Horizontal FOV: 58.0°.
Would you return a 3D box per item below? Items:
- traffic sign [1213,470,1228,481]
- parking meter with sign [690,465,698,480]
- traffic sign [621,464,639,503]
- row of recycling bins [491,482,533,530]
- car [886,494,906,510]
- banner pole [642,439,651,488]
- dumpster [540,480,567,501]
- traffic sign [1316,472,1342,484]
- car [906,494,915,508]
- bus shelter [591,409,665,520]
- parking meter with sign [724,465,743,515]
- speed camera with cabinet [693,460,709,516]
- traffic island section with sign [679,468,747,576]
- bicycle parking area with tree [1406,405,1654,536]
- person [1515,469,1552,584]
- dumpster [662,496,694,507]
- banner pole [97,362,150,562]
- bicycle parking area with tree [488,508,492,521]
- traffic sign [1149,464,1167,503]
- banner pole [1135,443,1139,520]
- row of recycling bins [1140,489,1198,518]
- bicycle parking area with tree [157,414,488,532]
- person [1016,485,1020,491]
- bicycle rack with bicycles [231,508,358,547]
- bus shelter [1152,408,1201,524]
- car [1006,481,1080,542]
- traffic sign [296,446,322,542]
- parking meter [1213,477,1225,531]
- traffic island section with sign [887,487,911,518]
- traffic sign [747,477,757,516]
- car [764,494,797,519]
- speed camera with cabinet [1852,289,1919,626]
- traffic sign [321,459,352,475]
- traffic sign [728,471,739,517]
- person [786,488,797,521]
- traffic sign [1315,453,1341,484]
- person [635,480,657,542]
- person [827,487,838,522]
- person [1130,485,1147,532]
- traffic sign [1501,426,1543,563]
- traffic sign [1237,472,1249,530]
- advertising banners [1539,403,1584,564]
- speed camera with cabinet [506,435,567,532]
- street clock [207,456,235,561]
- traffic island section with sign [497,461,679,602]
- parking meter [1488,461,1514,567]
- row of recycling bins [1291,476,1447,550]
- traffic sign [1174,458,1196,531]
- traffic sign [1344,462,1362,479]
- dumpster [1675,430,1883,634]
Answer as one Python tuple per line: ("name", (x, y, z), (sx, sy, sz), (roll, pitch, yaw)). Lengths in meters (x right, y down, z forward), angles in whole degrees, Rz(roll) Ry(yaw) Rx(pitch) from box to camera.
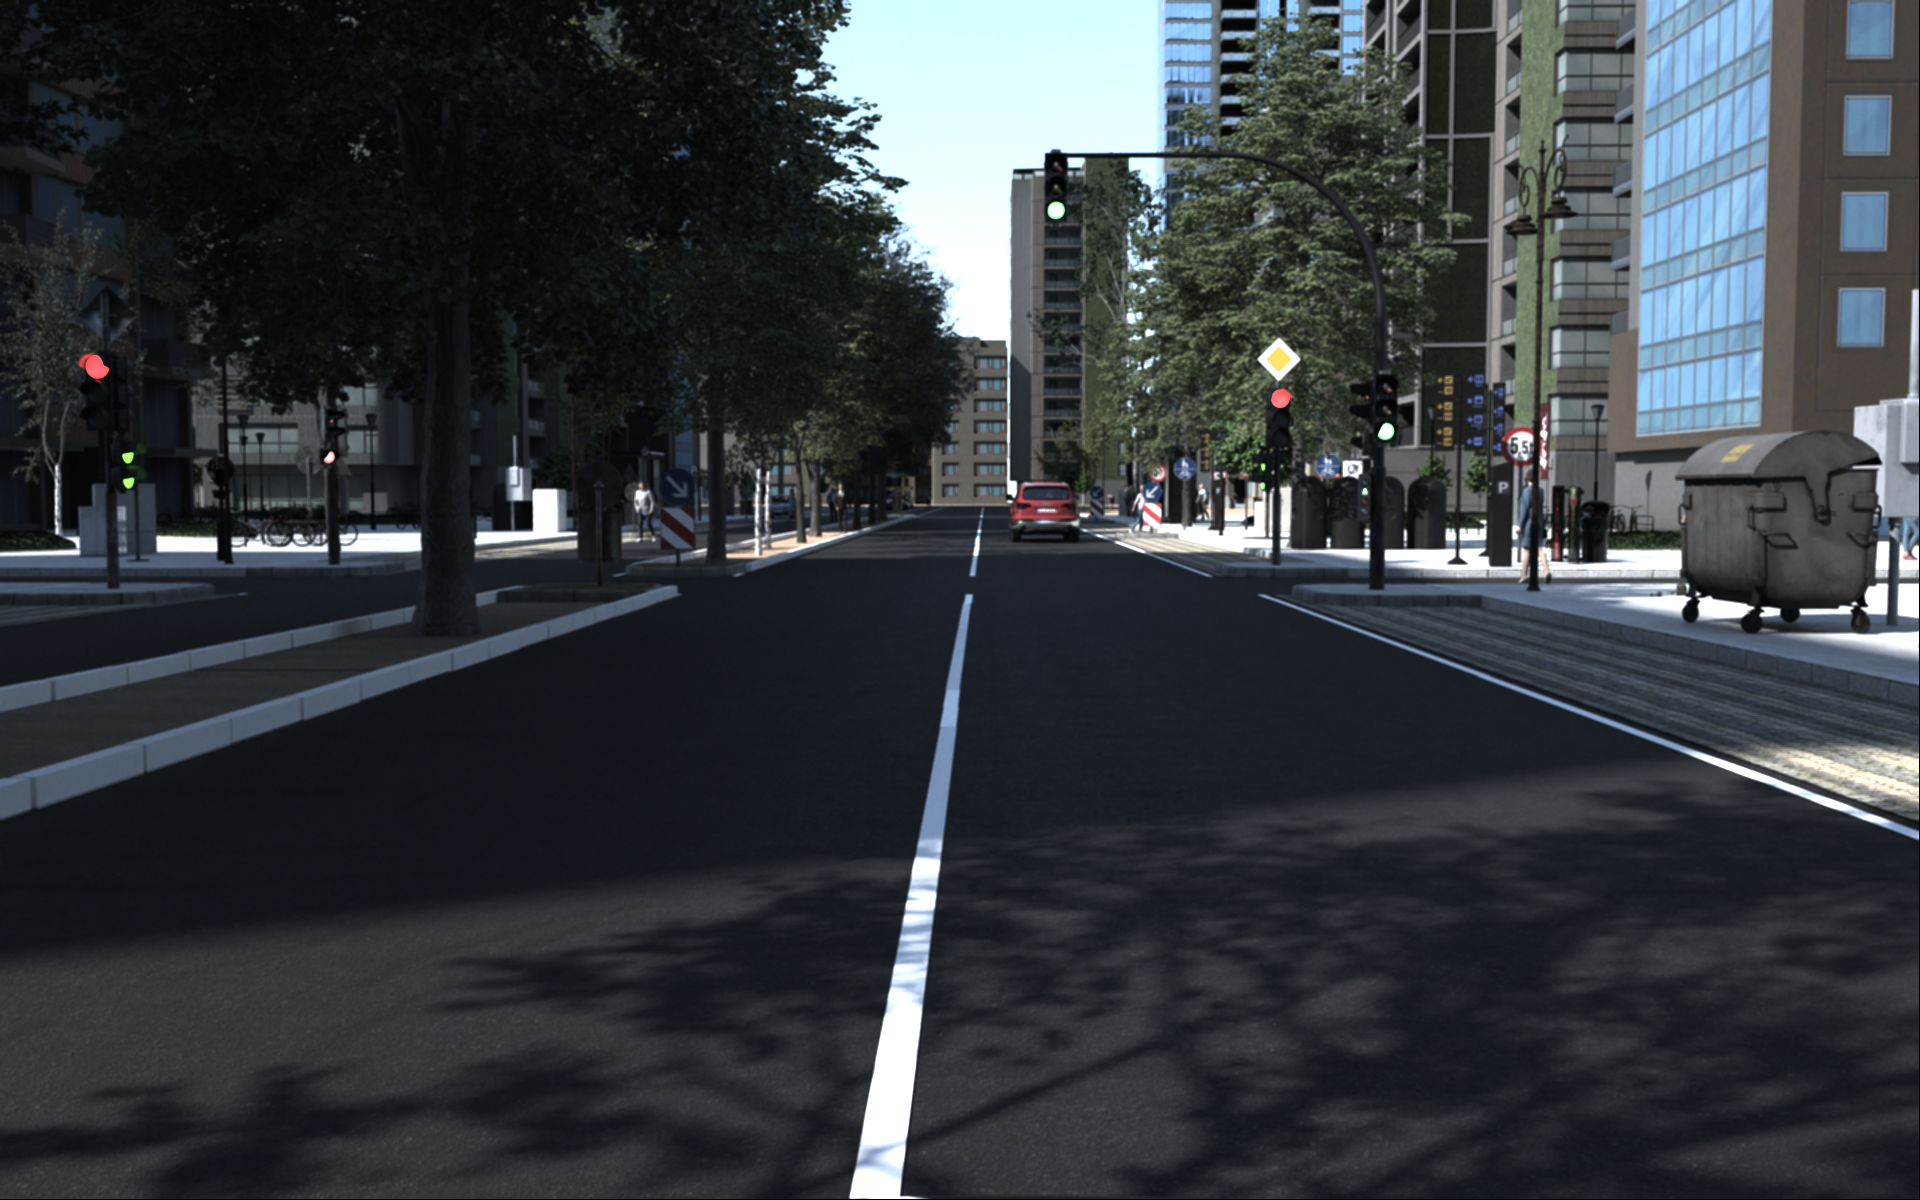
("traffic sign", (12.441, -5.070, 83.005), (0.768, 2.556, 0.104), (0, 4, 3))
("parking meter with sign", (-16.348, -6.620, 104.493), (0.543, 3.016, 1.738), (1, 4, 13))
("traffic sign", (-14.329, -4.587, 74.998), (0.884, 2.594, 0.081), (1, 4, 10))
("row of recycling bins", (-16.202, -3.408, 62.826), (1.069, 1.692, 3.534), (0, 4, 1))
("car", (-5.721, -8.781, 153.349), (2.009, 1.686, 4.222), (0, 3, 0))
("banner pole", (-14.151, -5.402, 78.342), (0.401, 3.779, 0.863), (1, 4, 20))
("dumpster", (-17.414, -4.126, 73.221), (1.264, 1.857, 1.865), (0, 4, 1))
("traffic sign", (12.449, -3.576, 58.479), (0.884, 2.594, 0.081), (0, 4, 3))
("car", (-5.564, -10.048, 174.513), (2.015, 1.641, 3.980), (0, 4, 0))
("bus shelter", (-16.258, -6.526, 84.336), (2.179, 5.291, 8.768), (0, 4, 1))
("parking meter with sign", (-13.951, -6.604, 104.240), (1.738, 3.016, 0.543), (-1, 4, -13))
("speed camera with cabinet", (-15.138, -6.455, 99.883), (2.038, 3.252, 0.660), (-1, 4, -21))
("traffic island section with sign", (-4.954, -1.404, 31.093), (2.006, 1.907, 1.989), (0, 4, 1))
("bicycle parking area with tree", (17.849, -4.209, 55.813), (8.231, 4.147, 9.016), (1, 4, 18))
("person", (8.995, -1.140, 27.167), (0.581, 1.822, 0.654), (-1, 4, -18))
("dumpster", (-13.028, -4.543, 80.028), (1.264, 1.857, 1.865), (0, 4, 1))
("banner pole", (-15.934, -2.624, 32.925), (0.863, 3.779, 0.401), (-1, 4, -19))
("bicycle parking area with tree", (-24.105, -5.959, 84.435), (9.016, 4.147, 8.231), (0, 4, -4))
("traffic sign", (8.411, -4.492, 73.558), (0.768, 2.556, 0.104), (0, 4, 4))
("banner pole", (8.762, -5.833, 85.387), (0.401, 3.779, 0.863), (0, 4, 0))
("row of recycling bins", (11.265, -5.368, 94.874), (3.534, 1.692, 1.069), (0, 3, 0))
("bicycle parking area with tree", (-23.526, -4.636, 62.802), (8.231, 4.147, 9.016), (2, 4, 26))
("person", (2.305, -3.461, 65.437), (0.444, 1.785, 0.601), (-2, 4, -35))
("bicycle rack with bicycles", (-16.428, -1.807, 42.919), (2.925, 0.926, 2.852), (0, 4, -8))
("bus shelter", (9.873, -6.174, 78.572), (2.179, 5.291, 8.768), (0, 4, 1))
("car", (2.548, -2.715, 53.060), (2.281, 1.827, 5.304), (0, 4, 1))
("traffic sign", (-17.151, -2.785, 45.644), (0.768, 2.556, 0.104), (1, 4, 9))
("parking meter", (9.102, -3.377, 60.927), (0.399, 1.863, 0.255), (1, 4, 16))
("traffic island section with sign", (-3.874, -5.999, 106.224), (2.006, 1.907, 1.989), (0, 4, 1))
("traffic sign", (-12.340, -6.148, 102.656), (0.606, 2.300, 0.079), (0, 4, 7))
("car", (-10.313, -5.404, 100.364), (2.014, 1.417, 4.499), (0, 4, 0))
("speed camera with cabinet", (9.928, -1.391, 17.082), (2.038, 3.252, 0.660), (0, 4, -5))
("traffic sign", (-17.622, -2.992, 48.928), (0.884, 2.594, 0.081), (0, 4, 2))
("traffic sign", (-12.646, -5.879, 96.220), (0.768, 2.556, 0.104), (0, 4, 8))
("person", (-8.960, -5.075, 92.230), (0.466, 1.731, 0.760), (2, 4, 26))
("traffic sign", (11.443, -3.291, 53.918), (0.768, 2.556, 0.104), (0, 4, 8))
("person", (-9.414, -2.656, 51.775), (0.661, 1.843, 0.795), (1, 4, 20))
("person", (-6.567, -4.947, 89.784), (0.661, 1.777, 0.834), (-1, 4, -14))
("person", (6.017, -3.035, 58.790), (0.598, 1.740, 0.731), (2, 4, 30))
("traffic sign", (10.467, -1.972, 32.344), (0.768, 2.556, 0.104), (0, 4, 5))
("traffic sign", (10.235, -3.777, 61.854), (0.768, 2.556, 0.104), (0, 4, 6))
("advertising banners", (11.323, -2.235, 32.729), (0.090, 3.025, 2.074), (0, 4, -4))
("speed camera with cabinet", (-14.297, -3.921, 58.440), (2.038, 3.252, 0.660), (1, 4, 20))
("street clock", (-14.217, -1.760, 33.351), (0.471, 2.002, 0.358), (-1, 4, -16))
("traffic island section with sign", (-5.071, -0.951, 23.687), (2.006, 1.907, 1.989), (0, 4, 1))
("parking meter", (9.506, -1.515, 30.480), (0.399, 1.863, 0.255), (0, 4, 4))
("row of recycling bins", (9.517, -2.032, 40.340), (3.534, 1.692, 1.069), (0, 4, 4))
("traffic sign", (7.857, -3.695, 60.518), (0.768, 2.556, 0.104), (1, 4, 8))
("traffic sign", (12.166, -3.155, 53.721), (0.606, 2.300, 0.079), (0, 4, 1))
("dumpster", (7.804, -0.661, 16.563), (1.264, 1.857, 1.865), (0, 4, 1))
